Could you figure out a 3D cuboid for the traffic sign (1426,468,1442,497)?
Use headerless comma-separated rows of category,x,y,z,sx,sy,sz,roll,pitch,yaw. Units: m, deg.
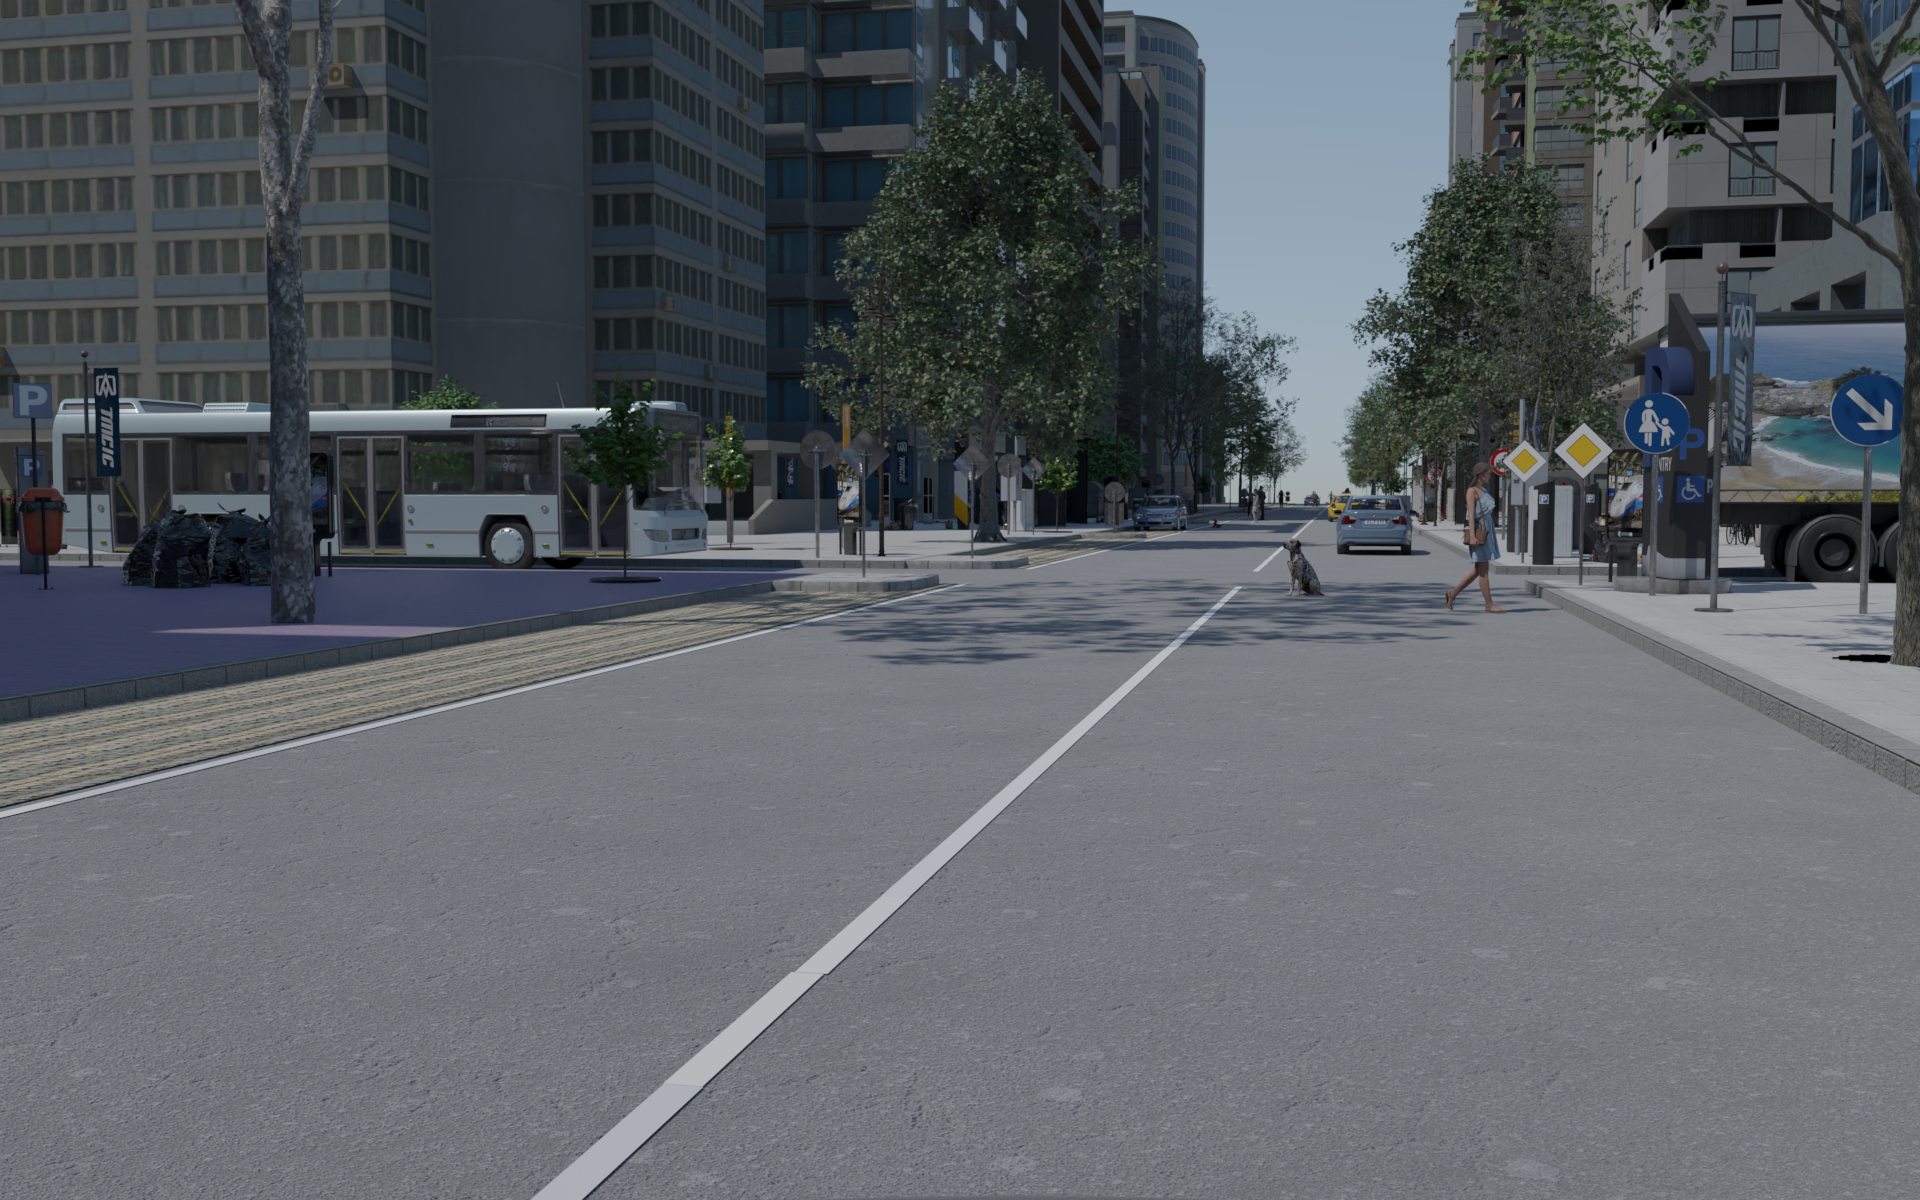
traffic sign,22.672,-5.065,82.917,0.768,2.556,0.104,1,4,16

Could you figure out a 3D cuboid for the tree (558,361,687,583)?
tree,-4.962,-1.885,25.417,1.663,3.219,1.824,0,3,0

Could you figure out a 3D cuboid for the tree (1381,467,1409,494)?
tree,31.461,-7.966,124.843,1.663,3.219,1.824,0,3,0

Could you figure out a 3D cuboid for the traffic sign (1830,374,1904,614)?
traffic sign,9.654,-1.121,18.434,0.768,2.556,0.104,1,4,21

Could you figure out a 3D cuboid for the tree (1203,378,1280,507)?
tree,27.723,-15.320,168.607,7.486,12.596,7.792,0,3,0

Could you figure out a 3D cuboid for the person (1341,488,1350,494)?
person,21.604,-5.410,97.226,0.793,1.790,0.793,-3,5,-39

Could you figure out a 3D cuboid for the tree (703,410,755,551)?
tree,-5.221,-2.768,39.853,1.663,3.219,1.824,0,3,0

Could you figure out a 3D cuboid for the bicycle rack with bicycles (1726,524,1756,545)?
bicycle rack with bicycles,19.740,-1.923,44.819,2.925,0.926,2.852,-3,5,-43

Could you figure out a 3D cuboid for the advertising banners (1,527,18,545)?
advertising banners,-24.839,-2.919,43.912,2.074,3.025,0.090,0,4,2

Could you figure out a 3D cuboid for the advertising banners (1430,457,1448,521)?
advertising banners,22.794,-5.244,81.928,2.074,3.025,0.090,-3,5,-40

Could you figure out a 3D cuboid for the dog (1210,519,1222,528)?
dog,10.766,-3.230,73.000,0.550,0.427,0.748,1,4,19

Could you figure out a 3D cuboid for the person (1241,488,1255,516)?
person,18.738,-6.304,111.584,1.348,1.823,0.705,0,3,0

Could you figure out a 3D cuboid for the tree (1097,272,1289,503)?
tree,11.892,-11.376,96.368,12.009,13.543,11.850,0,3,0

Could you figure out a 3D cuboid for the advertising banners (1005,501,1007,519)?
advertising banners,2.702,-5.669,88.873,0.090,3.025,2.074,-1,4,-19

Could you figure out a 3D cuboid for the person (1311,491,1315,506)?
person,43.636,-12.576,214.097,1.348,1.826,0.705,3,5,43

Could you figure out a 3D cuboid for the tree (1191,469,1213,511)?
tree,18.625,-8.490,133.414,1.663,3.219,1.824,0,3,0

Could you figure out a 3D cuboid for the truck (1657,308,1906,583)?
truck,16.912,-2.315,26.761,11.283,4.237,2.839,1,4,14

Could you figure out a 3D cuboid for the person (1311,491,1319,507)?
person,39.624,-11.261,193.172,0.990,1.755,0.434,0,4,-2

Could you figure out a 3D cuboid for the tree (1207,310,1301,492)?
tree,29.509,-19.921,181.601,12.611,20.169,13.585,0,3,0

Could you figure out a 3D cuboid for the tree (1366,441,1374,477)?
tree,36.754,-12.036,147.158,4.737,8.622,4.395,0,3,0

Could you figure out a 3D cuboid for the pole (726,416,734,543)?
pole,-6.025,-3.149,45.337,0.158,3.312,0.155,0,3,0

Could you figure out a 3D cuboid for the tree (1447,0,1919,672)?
tree,7.193,-5.326,12.842,9.928,11.665,9.643,0,3,0

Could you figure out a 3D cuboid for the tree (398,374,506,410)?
tree,-13.883,-3.893,47.364,4.285,4.588,4.351,0,3,0

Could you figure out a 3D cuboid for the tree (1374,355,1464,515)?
tree,23.010,-8.252,85.280,4.737,8.622,4.395,0,3,0

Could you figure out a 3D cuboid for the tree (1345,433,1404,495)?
tree,52.030,-18.181,215.379,7.486,12.596,7.792,0,3,0

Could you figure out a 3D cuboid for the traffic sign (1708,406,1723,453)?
traffic sign,10.134,-1.462,24.007,0.768,2.556,0.104,1,4,20

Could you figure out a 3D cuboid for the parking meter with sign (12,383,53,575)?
parking meter with sign,-15.005,-1.943,28.022,0.543,3.016,1.738,-2,4,-30

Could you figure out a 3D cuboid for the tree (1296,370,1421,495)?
tree,41.955,-15.917,170.609,12.009,13.543,11.850,0,3,0

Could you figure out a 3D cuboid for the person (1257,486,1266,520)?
person,16.550,-5.347,95.286,0.474,1.900,0.648,2,4,24

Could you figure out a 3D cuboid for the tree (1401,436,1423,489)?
tree,21.077,-7.691,76.106,4.360,8.622,3.978,0,3,0

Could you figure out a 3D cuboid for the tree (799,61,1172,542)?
tree,0.774,-7.902,46.213,9.611,12.733,9.660,0,3,0

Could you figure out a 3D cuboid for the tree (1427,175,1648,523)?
tree,14.009,-5.550,41.105,4.360,8.622,3.978,0,3,0

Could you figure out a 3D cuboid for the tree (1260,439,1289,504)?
tree,44.515,-18.027,245.109,4.360,8.622,3.978,0,3,0

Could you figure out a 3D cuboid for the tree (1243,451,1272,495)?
tree,36.126,-15.988,211.769,4.737,8.622,4.395,0,3,0

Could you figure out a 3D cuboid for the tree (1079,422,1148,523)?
tree,6.833,-5.796,78.481,4.285,4.588,4.351,0,3,0

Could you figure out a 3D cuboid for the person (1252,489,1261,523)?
person,14.525,-4.622,85.080,0.522,1.701,0.512,0,4,-3

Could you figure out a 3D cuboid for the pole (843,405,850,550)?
pole,-2.598,-2.807,39.733,0.158,3.312,0.155,0,3,0

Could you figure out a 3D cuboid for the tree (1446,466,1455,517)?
tree,26.805,-6.251,96.807,1.663,3.219,1.824,0,3,0

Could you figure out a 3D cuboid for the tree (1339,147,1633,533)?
tree,17.533,-8.587,57.413,9.611,12.733,9.660,0,3,0

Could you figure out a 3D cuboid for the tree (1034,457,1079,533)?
tree,3.097,-3.842,57.418,1.663,3.219,1.824,0,3,0

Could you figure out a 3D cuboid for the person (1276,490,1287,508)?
person,33.654,-10.587,181.224,1.348,1.869,0.705,3,5,44

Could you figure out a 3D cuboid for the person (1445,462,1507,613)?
person,6.217,-0.753,20.903,0.778,1.811,0.616,3,4,38

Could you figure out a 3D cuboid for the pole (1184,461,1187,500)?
pole,14.031,-6.956,107.580,0.158,3.312,0.155,0,3,0

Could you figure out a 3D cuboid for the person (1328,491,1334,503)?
person,46.366,-12.704,216.290,1.350,1.814,0.705,-2,4,-34

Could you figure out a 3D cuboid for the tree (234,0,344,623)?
tree,-7.891,-9.787,15.908,12.611,20.169,13.585,0,3,0

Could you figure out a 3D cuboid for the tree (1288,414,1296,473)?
tree,46.319,-21.036,254.306,12.009,13.543,11.850,0,3,0

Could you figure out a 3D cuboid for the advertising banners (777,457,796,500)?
advertising banners,-8.320,-5.032,78.454,2.074,3.025,0.090,-2,4,-35

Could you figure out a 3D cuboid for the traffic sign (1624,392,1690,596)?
traffic sign,8.732,-1.325,21.768,0.768,2.556,0.104,1,4,20

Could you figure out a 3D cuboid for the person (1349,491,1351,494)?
person,35.012,-8.975,156.037,0.742,1.727,0.445,-1,4,-18

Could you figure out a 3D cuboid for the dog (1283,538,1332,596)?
dog,4.941,-0.458,24.319,0.800,0.831,0.513,1,4,11

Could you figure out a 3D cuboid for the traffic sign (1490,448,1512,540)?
traffic sign,15.155,-2.945,48.257,0.768,2.556,0.104,1,4,17
